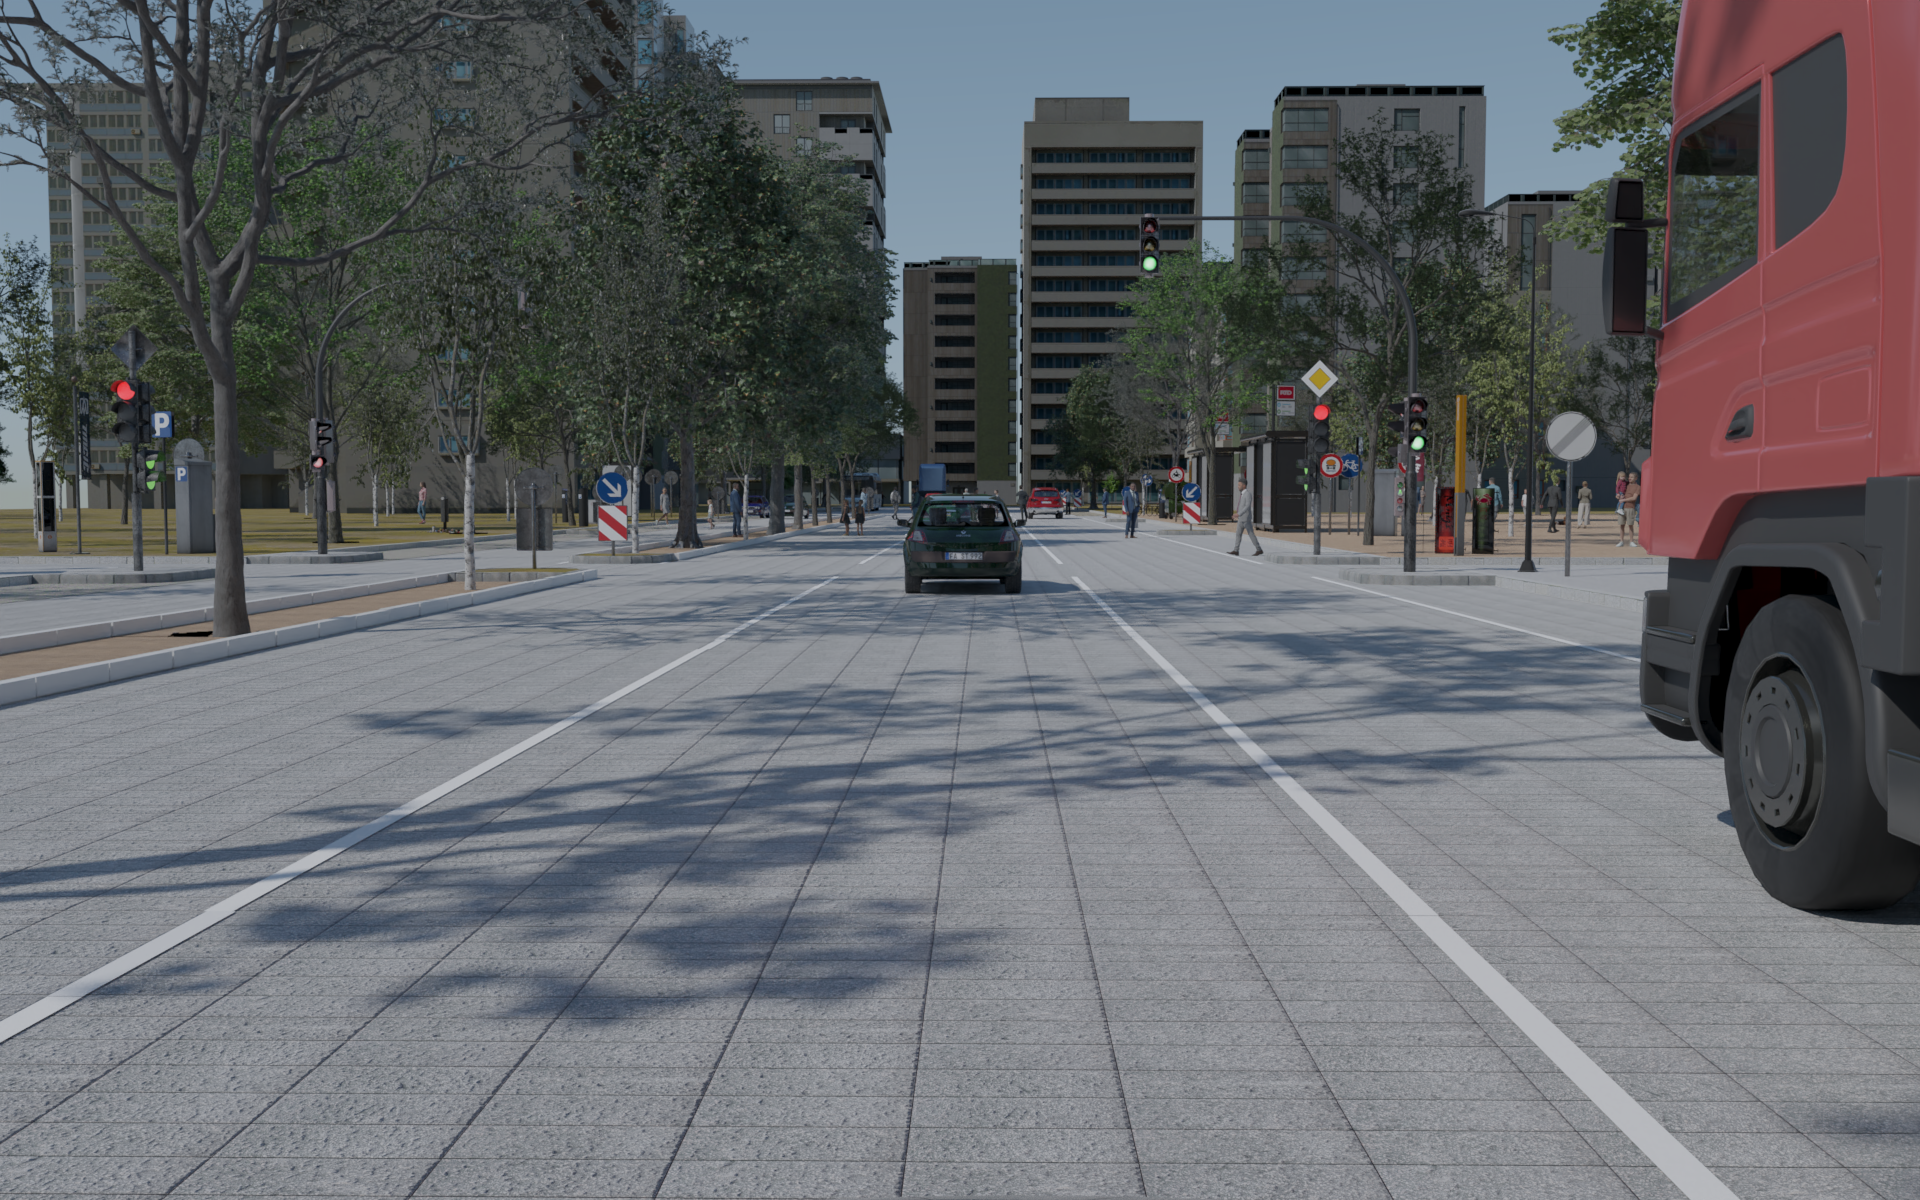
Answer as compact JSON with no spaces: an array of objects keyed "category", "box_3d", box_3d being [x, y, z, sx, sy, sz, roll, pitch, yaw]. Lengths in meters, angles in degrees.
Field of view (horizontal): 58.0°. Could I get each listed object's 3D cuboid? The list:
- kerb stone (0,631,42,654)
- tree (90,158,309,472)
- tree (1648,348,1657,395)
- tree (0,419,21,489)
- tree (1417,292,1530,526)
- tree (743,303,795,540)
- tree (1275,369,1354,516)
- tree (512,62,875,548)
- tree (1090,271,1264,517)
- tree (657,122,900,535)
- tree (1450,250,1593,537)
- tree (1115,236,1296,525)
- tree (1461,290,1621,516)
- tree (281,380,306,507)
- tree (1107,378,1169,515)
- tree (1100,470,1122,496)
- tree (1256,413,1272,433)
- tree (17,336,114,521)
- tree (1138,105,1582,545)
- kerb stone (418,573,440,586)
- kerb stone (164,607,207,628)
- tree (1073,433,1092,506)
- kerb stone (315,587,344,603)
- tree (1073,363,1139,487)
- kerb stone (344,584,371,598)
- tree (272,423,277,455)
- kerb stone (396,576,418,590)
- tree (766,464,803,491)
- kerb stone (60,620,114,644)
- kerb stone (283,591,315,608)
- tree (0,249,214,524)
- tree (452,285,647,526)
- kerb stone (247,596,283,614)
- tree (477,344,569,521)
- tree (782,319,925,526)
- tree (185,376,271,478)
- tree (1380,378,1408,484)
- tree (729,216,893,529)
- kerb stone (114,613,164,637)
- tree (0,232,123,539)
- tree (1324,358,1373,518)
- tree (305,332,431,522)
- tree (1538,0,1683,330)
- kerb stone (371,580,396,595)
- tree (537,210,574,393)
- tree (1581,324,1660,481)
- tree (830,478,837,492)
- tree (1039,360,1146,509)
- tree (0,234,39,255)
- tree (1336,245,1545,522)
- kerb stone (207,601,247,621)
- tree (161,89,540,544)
[{"category":"kerb stone","box_3d":[-8.577,0.390,15.819,0.120,0.150,1.000,0,4,1]},{"category":"tree","box_3d":[-26.014,-8.640,59.387,7.486,12.596,7.792,0,3,0]},{"category":"tree","box_3d":[31.687,-7.568,74.093,4.737,8.622,4.395,0,3,0]},{"category":"tree","box_3d":[-62.437,-8.508,102.016,20.602,7.101,11.467,1,4,15]},{"category":"tree","box_3d":[19.023,-6.926,63.609,4.360,8.622,3.978,0,3,0]},{"category":"tree","box_3d":[-6.606,-6.147,53.327,4.360,8.622,3.978,0,3,0]},{"category":"tree","box_3d":[20.656,-9.150,99.963,4.360,8.622,3.978,0,3,0]},{"category":"tree","box_3d":[-7.197,-7.711,45.541,9.611,12.733,9.660,0,3,0]},{"category":"tree","box_3d":[11.877,-11.287,94.905,12.009,13.543,11.850,0,3,0]},{"category":"tree","box_3d":[-6.459,-9.259,60.497,9.857,13.997,8.962,0,3,0]},{"category":"tree","box_3d":[16.590,-6.202,51.763,4.737,8.622,4.395,0,3,0]},{"category":"tree","box_3d":[10.246,-8.894,71.180,9.928,11.665,9.643,0,3,0]},{"category":"tree","box_3d":[34.570,-11.808,103.427,12.009,13.543,11.850,0,3,0]},{"category":"tree","box_3d":[-40.946,-9.702,108.987,4.737,8.622,4.395,0,3,0]},{"category":"tree","box_3d":[11.054,-9.441,104.718,4.360,8.622,3.978,0,3,0]},{"category":"tree","box_3d":[11.898,-8.716,137.109,1.663,3.219,1.824,0,3,0]},{"category":"tree","box_3d":[20.605,-9.645,108.057,4.360,8.622,3.978,0,3,0]},{"category":"tree","box_3d":[-42.284,-8.018,81.464,4.360,8.622,3.978,0,3,0]},{"category":"tree","box_3d":[10.029,-6.624,42.721,8.767,10.594,7.601,2,4,29]},{"category":"kerb stone","box_3d":[-8.391,-0.299,27.091,0.120,0.150,1.000,0,4,1]},{"category":"kerb stone","box_3d":[-8.525,0.206,18.894,0.120,0.150,1.000,0,4,1]},{"category":"tree","box_3d":[13.235,-14.271,183.691,4.737,8.622,4.395,0,3,0]},{"category":"kerb stone","box_3d":[-8.451,-0.048,22.985,0.120,0.150,1.000,0,4,1]},{"category":"tree","box_3d":[11.237,-11.329,119.648,8.767,10.594,7.601,3,5,41]},{"category":"kerb stone","box_3d":[-8.440,-0.109,24.012,0.120,0.150,1.000,0,4,1]},{"category":"tree","box_3d":[-39.404,-9.392,103.914,4.360,8.622,3.978,0,3,0]},{"category":"kerb stone","box_3d":[-8.413,-0.234,26.060,0.120,0.150,1.000,0,4,1]},{"category":"tree","box_3d":[-14.874,-9.846,144.699,4.285,4.588,4.351,0,3,0]},{"category":"kerb stone","box_3d":[-8.567,0.327,16.841,0.120,0.150,1.000,0,4,1]},{"category":"kerb stone","box_3d":[-8.474,0.014,21.964,0.120,0.150,1.000,0,4,1]},{"category":"tree","box_3d":[-35.081,-8.448,72.529,8.767,10.594,7.601,-3,5,-40]},{"category":"tree","box_3d":[-15.978,-8.280,69.784,7.601,10.594,8.767,1,4,18]},{"category":"kerb stone","box_3d":[-8.487,0.077,20.941,0.120,0.150,1.000,0,4,1]},{"category":"tree","box_3d":[-21.083,-8.010,81.333,4.737,8.622,4.395,0,3,0]},{"category":"tree","box_3d":[-6.396,-9.084,85.396,8.767,10.594,7.601,0,4,1]},{"category":"tree","box_3d":[-34.483,-7.978,80.800,4.360,8.622,3.978,0,3,0]},{"category":"tree","box_3d":[18.957,-7.269,69.207,4.360,8.622,3.978,0,3,0]},{"category":"tree","box_3d":[-6.633,-9.140,70.021,7.486,12.596,7.792,0,3,0]},{"category":"kerb stone","box_3d":[-8.540,0.265,17.863,0.120,0.150,1.000,0,4,1]},{"category":"tree","box_3d":[-26.396,-6.081,49.781,4.737,8.622,4.395,0,3,0]},{"category":"tree","box_3d":[21.208,-8.748,93.397,4.737,8.622,4.395,0,3,0]},{"category":"tree","box_3d":[-26.761,-7.911,79.705,4.737,8.622,4.395,0,3,0]},{"category":"tree","box_3d":[9.694,-6.086,17.637,7.486,12.596,7.792,0,3,0]},{"category":"kerb stone","box_3d":[-8.422,-0.168,25.038,0.120,0.150,1.000,0,4,1]},{"category":"tree","box_3d":[-15.797,-7.900,54.914,9.928,11.665,9.643,0,3,0]},{"category":"tree","box_3d":[34.270,-9.474,89.307,7.601,10.594,8.767,-3,5,-44]},{"category":"tree","box_3d":[-13.888,-14.438,186.419,4.360,8.622,3.978,0,3,0]},{"category":"tree","box_3d":[11.553,-14.143,148.244,9.611,12.733,9.660,0,3,0]},{"category":"tree","box_3d":[-26.721,-6.616,42.584,7.601,10.594,8.767,0,4,5]},{"category":"tree","box_3d":[22.186,-9.985,80.263,9.611,12.733,9.660,0,3,0]},{"category":"kerb stone","box_3d":[-8.500,0.140,19.916,0.120,0.150,1.000,0,4,1]},{"category":"tree","box_3d":[-16.443,-7.290,44.953,9.928,11.665,9.643,0,3,0]}]
